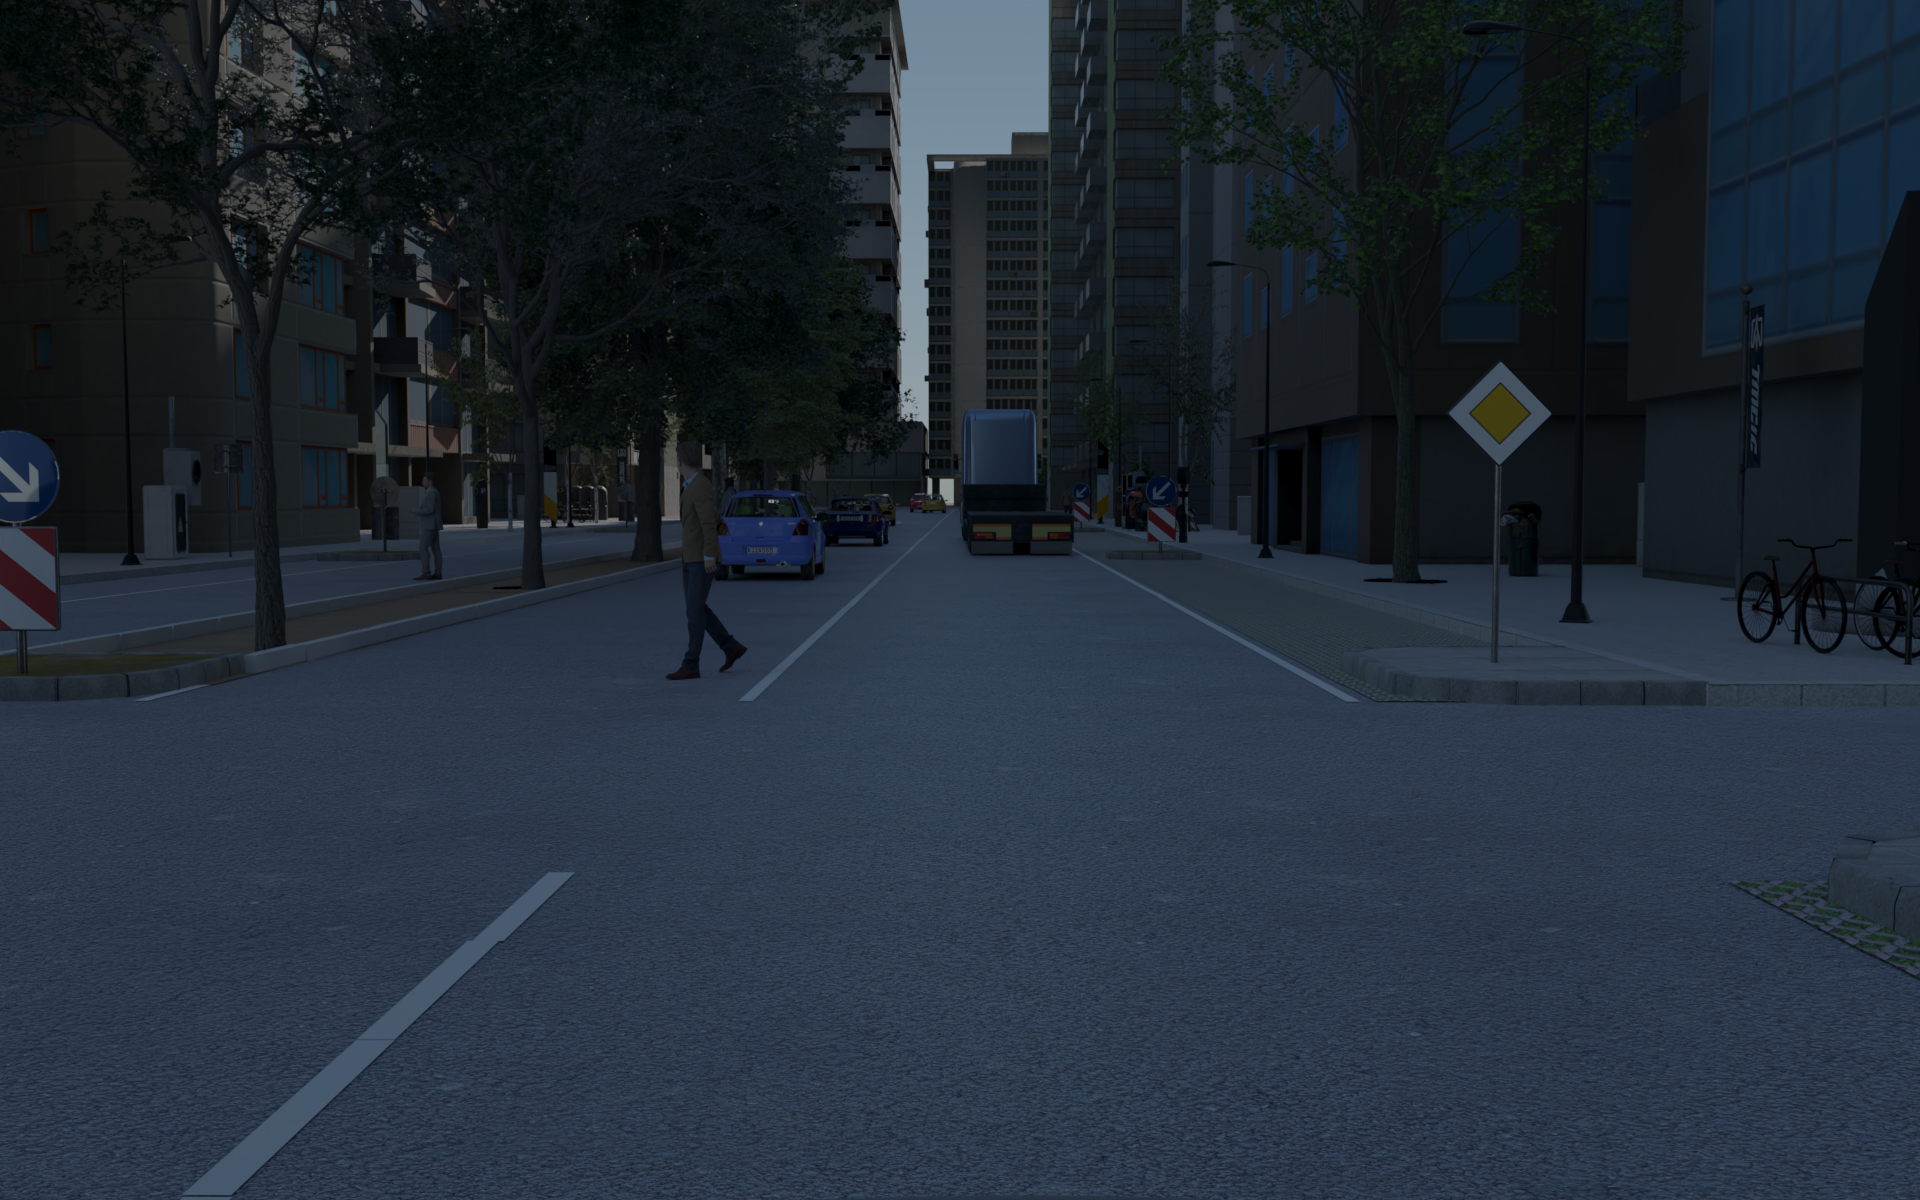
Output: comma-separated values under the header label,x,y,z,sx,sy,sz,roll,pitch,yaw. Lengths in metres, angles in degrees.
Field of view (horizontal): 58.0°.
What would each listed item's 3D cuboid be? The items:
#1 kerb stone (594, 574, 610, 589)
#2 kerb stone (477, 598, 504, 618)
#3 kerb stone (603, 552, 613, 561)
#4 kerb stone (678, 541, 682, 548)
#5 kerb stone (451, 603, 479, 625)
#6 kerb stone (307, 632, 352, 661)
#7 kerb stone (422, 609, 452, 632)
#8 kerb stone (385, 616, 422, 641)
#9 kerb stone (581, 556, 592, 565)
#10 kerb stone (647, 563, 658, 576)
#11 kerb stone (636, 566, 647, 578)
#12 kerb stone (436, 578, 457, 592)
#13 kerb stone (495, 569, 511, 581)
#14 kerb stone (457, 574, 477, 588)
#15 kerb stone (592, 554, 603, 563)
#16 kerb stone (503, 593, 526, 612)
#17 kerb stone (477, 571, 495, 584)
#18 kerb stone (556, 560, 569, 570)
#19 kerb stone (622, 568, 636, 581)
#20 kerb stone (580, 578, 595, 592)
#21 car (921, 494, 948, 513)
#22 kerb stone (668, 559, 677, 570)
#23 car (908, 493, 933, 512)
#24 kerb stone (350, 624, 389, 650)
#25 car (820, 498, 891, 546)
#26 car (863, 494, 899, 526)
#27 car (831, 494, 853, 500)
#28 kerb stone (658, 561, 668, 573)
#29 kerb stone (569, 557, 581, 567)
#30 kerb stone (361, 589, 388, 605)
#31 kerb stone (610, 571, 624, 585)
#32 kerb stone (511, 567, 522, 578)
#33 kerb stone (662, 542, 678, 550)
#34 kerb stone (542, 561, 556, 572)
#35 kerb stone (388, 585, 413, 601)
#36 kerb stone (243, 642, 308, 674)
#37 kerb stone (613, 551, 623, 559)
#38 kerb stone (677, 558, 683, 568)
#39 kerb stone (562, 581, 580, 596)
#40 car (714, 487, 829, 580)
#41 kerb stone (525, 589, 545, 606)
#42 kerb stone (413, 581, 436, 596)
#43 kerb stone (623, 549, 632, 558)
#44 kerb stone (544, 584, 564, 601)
label,x,y,z,sx,sy,sz,roll,pitch,yaw
kerb stone,-5.582,-0.265,26.595,0.120,0.150,1.000,0,4,0
kerb stone,-5.608,0.108,20.431,0.120,0.150,1.000,0,4,0
kerb stone,-7.613,-0.902,36.942,0.120,0.150,1.000,0,4,0
kerb stone,-7.554,-1.466,46.168,0.120,0.150,1.000,0,4,0
kerb stone,-5.624,0.171,19.407,0.120,0.150,1.000,0,4,0
kerb stone,-5.638,0.425,15.315,0.120,0.150,1.000,0,4,0
kerb stone,-5.626,0.233,18.382,0.120,0.150,1.000,0,4,0
kerb stone,-5.633,0.296,17.359,0.120,0.150,1.000,0,4,0
kerb stone,-7.630,-0.775,34.873,0.120,0.150,1.000,0,4,0
kerb stone,-5.550,-0.520,30.695,0.120,0.150,1.000,0,4,0
kerb stone,-5.552,-0.457,29.670,0.120,0.150,1.000,0,4,0
kerb stone,-7.681,-0.209,25.610,0.120,0.150,1.000,0,4,0
kerb stone,-7.670,-0.397,28.693,0.120,0.150,1.000,0,4,0
kerb stone,-7.672,-0.272,26.643,0.120,0.150,1.000,0,4,0
kerb stone,-7.621,-0.839,35.914,0.120,0.150,1.000,0,4,0
kerb stone,-5.605,0.045,21.465,0.120,0.150,1.000,0,4,0
kerb stone,-7.674,-0.331,27.671,0.120,0.150,1.000,0,4,0
kerb stone,-7.642,-0.649,32.814,0.120,0.150,1.000,0,4,0
kerb stone,-5.566,-0.392,28.646,0.120,0.150,1.000,0,4,0
kerb stone,-5.591,-0.201,25.569,0.120,0.150,1.000,0,4,0
car,-1.935,-7.337,130.184,2.015,1.641,3.980,0,4,2
kerb stone,-5.540,-0.642,32.743,0.120,0.150,1.000,0,4,0
car,-3.018,-7.786,136.348,2.155,1.783,4.494,0,4,0
kerb stone,-5.638,0.362,16.337,0.120,0.150,1.000,0,4,0
car,-2.934,-2.213,48.767,1.945,1.354,3.894,0,4,1
car,-3.794,-4.224,79.290,2.015,1.641,3.980,0,4,-1
car,-9.253,-7.857,138.253,2.009,1.686,4.222,0,3,0
kerb stone,-5.544,-0.582,31.717,0.120,0.150,1.000,0,4,0
kerb stone,-7.632,-0.707,33.852,0.120,0.150,1.000,0,4,0
kerb stone,-7.700,-0.019,22.534,0.120,0.150,1.000,0,4,0
kerb stone,-5.566,-0.324,27.621,0.120,0.150,1.000,0,4,0
kerb stone,-7.658,-0.461,29.727,0.120,0.150,1.000,0,4,0
kerb stone,-7.561,-1.402,45.142,0.120,0.150,1.000,0,4,0
kerb stone,-7.650,-0.586,31.782,0.120,0.150,1.000,0,4,0
kerb stone,-7.697,-0.083,23.559,0.120,0.150,1.000,0,4,0
kerb stone,-5.656,0.483,14.293,0.120,0.150,1.000,0,4,0
kerb stone,-7.609,-0.962,37.964,0.120,0.150,1.000,0,4,0
kerb stone,-5.532,-0.708,33.765,0.120,0.150,1.000,0,4,0
kerb stone,-5.594,-0.144,24.546,0.120,0.150,1.000,0,4,0
car,-3.264,-1.251,30.047,1.945,1.707,3.694,0,4,-1
kerb stone,-5.604,-0.019,22.498,0.120,0.150,1.000,0,4,0
kerb stone,-7.691,-0.146,24.581,0.120,0.150,1.000,0,4,0
kerb stone,-7.596,-1.027,38.990,0.120,0.150,1.000,0,4,0
kerb stone,-5.593,-0.081,23.523,0.120,0.150,1.000,0,4,0
